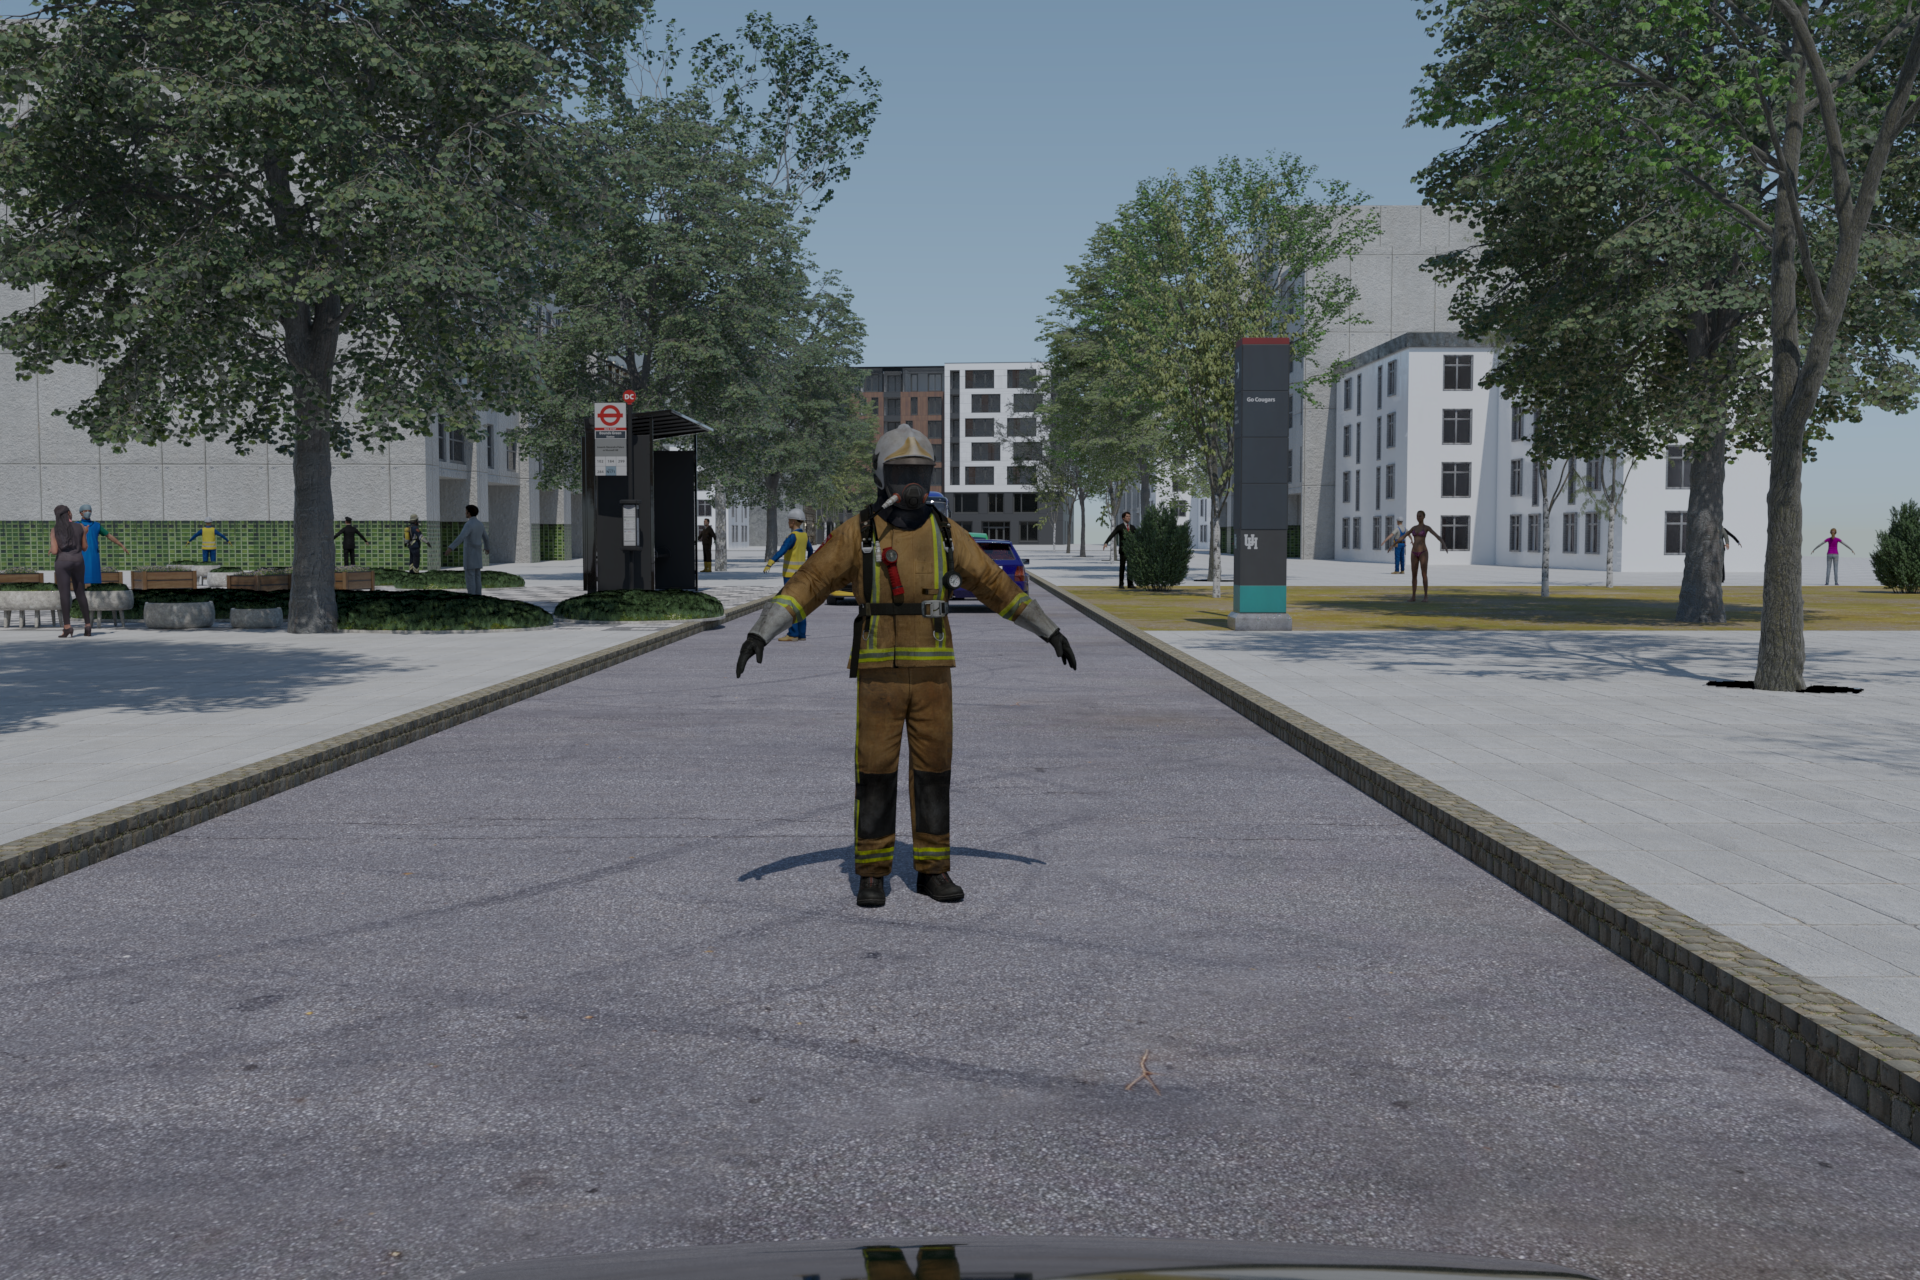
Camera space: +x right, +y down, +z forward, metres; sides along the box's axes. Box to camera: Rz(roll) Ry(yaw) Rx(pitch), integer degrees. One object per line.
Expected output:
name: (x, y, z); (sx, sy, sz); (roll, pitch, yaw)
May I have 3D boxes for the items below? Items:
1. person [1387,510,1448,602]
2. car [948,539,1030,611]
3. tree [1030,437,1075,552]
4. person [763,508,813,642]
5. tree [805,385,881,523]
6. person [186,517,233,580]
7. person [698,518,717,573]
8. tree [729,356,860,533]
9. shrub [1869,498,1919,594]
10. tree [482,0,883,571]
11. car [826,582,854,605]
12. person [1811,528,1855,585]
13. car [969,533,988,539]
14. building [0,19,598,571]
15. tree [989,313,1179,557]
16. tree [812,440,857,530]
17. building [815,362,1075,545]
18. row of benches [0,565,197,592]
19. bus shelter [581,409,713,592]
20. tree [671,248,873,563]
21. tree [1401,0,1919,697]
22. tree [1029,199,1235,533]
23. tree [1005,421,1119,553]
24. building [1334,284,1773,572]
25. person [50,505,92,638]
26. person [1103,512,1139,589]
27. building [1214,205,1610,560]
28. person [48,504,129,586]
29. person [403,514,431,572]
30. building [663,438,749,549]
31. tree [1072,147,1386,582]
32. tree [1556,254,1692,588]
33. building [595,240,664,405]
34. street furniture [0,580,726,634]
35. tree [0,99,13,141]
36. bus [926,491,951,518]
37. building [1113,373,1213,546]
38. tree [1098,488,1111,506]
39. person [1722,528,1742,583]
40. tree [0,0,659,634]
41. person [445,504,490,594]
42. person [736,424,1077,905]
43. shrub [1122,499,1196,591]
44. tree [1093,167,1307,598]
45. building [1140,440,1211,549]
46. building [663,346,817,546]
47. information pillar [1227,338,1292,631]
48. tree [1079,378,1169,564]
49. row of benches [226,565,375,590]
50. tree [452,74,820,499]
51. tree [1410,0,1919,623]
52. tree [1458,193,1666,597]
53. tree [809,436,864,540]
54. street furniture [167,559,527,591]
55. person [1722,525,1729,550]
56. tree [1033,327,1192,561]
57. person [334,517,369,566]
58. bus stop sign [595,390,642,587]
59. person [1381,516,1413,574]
person: (8.681, -1.592, 32.825); (1.217, 1.733, 0.721); (3, 5, 40)
car: (0.378, -1.243, 32.897); (1.945, 1.354, 3.894); (0, 4, -1)
tree: (6.733, -10.554, 122.922); (4.737, 8.622, 4.395); (0, 3, 0)
person: (-2.280, -0.875, 23.225); (0.721, 1.772, 1.216); (2, 4, 24)
tree: (-8.935, -12.913, 129.258); (7.486, 12.596, 7.792); (0, 3, 0)
person: (-21.212, -2.597, 48.932); (1.216, 1.772, 0.721); (-1, 4, -21)
person: (-8.479, -3.165, 57.885); (0.704, 1.812, 1.346); (-3, 5, -41)
tree: (-9.101, -9.619, 91.679); (8.767, 10.594, 7.601); (2, 4, 34)
shrub: (20.542, -2.040, 37.395); (1.661, 2.075, 1.752); (0, 3, 0)
tree: (-9.590, -12.490, 60.109); (12.611, 20.169, 13.585); (0, 3, 0)
car: (-1.874, -1.592, 36.251); (2.015, 1.641, 3.980); (0, 4, 0)
person: (21.821, -2.082, 43.304); (0.991, 1.433, 0.599); (2, 4, 28)
car: (0.118, -2.371, 47.567); (1.959, 1.807, 4.718); (0, 4, 0)
building: (-27.258, -12.796, 75.676); (16.747, 18.905, 31.486); (0, 4, -1)
tree: (6.765, -11.290, 94.961); (12.009, 13.543, 11.850); (0, 3, 0)
tree: (-8.562, -10.458, 121.357); (4.360, 8.622, 3.978); (0, 3, 0)
building: (-2.299, -22.798, 219.185); (32.646, 21.610, 27.936); (0, 4, 7)
row of benches: (-16.926, -1.123, 33.827); (1.422, 0.672, 4.104); (3, 5, 44)
bus shelter: (-6.327, -2.716, 35.694); (1.731, 3.624, 6.357); (0, 4, -1)
tree: (-8.601, -10.466, 77.769); (9.857, 13.997, 8.962); (0, 3, 0)
tree: (6.944, -5.393, 13.935); (9.928, 11.665, 9.643); (0, 3, 0)
tree: (5.968, -8.645, 59.476); (7.486, 12.596, 7.792); (0, 3, 0)
tree: (7.142, -10.980, 113.942); (8.767, 10.594, 7.601); (0, 4, -1)
building: (23.112, -7.964, 72.355); (9.099, 9.664, 28.070); (0, 3, 0)
person: (-11.056, -0.857, 21.517); (0.415, 1.643, 0.593); (0, 4, -1)
person: (3.912, -2.104, 40.586); (1.347, 1.806, 0.705); (-2, 4, -24)
building: (25.518, -14.400, 101.898); (16.747, 18.905, 31.486); (0, 3, 0)
person: (-15.704, -1.533, 31.186); (1.347, 1.817, 0.704); (-3, 5, -42)
person: (-15.637, -2.688, 49.722); (1.354, 1.856, 0.705); (3, 5, 42)
building: (-24.491, -13.619, 164.811); (9.099, 9.664, 28.070); (0, 4, 1)
tree: (7.036, -7.379, 46.395); (9.928, 11.665, 9.643); (0, 3, 0)
tree: (15.363, -5.566, 41.359); (4.360, 8.622, 3.978); (0, 3, 0)
building: (-28.177, -16.505, 100.782); (19.493, 23.208, 18.063); (0, 3, 0)
street furniture: (-8.736, -0.596, 25.365); (10.072, 0.657, 5.734); (0, 4, 7)
tree: (-9.011, -6.263, 9.060); (9.857, 13.997, 8.962); (0, 3, 0)
bus: (-1.914, -6.838, 103.356); (2.896, 3.916, 12.251); (0, 4, 0)
building: (25.998, -19.436, 184.241); (16.747, 18.905, 31.486); (0, 4, 0)
tree: (21.782, -18.573, 214.035); (12.009, 13.543, 11.850); (0, 3, 0)
person: (19.966, -2.382, 45.670); (1.216, 1.740, 0.721); (1, 4, 15)
tree: (-8.551, -7.069, 22.231); (9.857, 13.997, 8.962); (0, 3, 0)
person: (-8.711, -1.509, 30.858); (0.705, 1.806, 1.347); (1, 4, 16)
person: (-0.212, 0.091, 6.744); (1.354, 1.858, 0.705); (-1, 4, -16)
shrub: (4.453, -2.131, 38.877); (1.661, 2.075, 1.752); (0, 3, 0)
tree: (4.998, -5.142, 34.433); (4.737, 8.622, 4.395); (0, 3, 0)
building: (21.768, -12.921, 153.407); (9.099, 9.664, 28.070); (0, 4, 0)
building: (-25.536, -21.833, 187.896); (19.493, 23.208, 18.063); (0, 4, -1)
information pillar: (4.024, -2.067, 23.177); (0.750, 3.857, 0.750); (0, 4, 1)
tree: (6.655, -7.530, 73.472); (4.737, 8.622, 4.395); (0, 3, 0)
row of benches: (-12.419, -1.071, 32.969); (1.422, 0.672, 4.104); (1, 4, 12)
tree: (-8.646, -8.620, 47.588); (9.857, 13.997, 8.962); (0, 3, 0)
tree: (10.839, -7.242, 25.064); (9.857, 13.997, 8.962); (0, 3, 0)
tree: (11.888, -5.208, 35.516); (4.360, 8.622, 3.978); (0, 3, 0)
tree: (-8.566, -9.899, 112.210); (4.737, 8.622, 4.395); (0, 3, 0)
street furniture: (-15.307, -1.626, 42.208); (5.734, 0.657, 10.072); (-3, 5, -44)
person: (18.263, -2.183, 41.971); (0.705, 1.796, 1.348); (-1, 4, -10)
tree: (7.469, -9.577, 82.337); (9.928, 11.665, 9.643); (0, 3, 0)
person: (-19.356, -2.990, 54.827); (1.347, 1.837, 0.705); (-3, 5, -40)
bus stop sign: (-6.339, -2.659, 32.179); (0.855, 3.939, 0.416); (0, 4, 1)
person: (14.071, -3.037, 55.504); (1.347, 1.847, 0.705); (-2, 4, -29)
